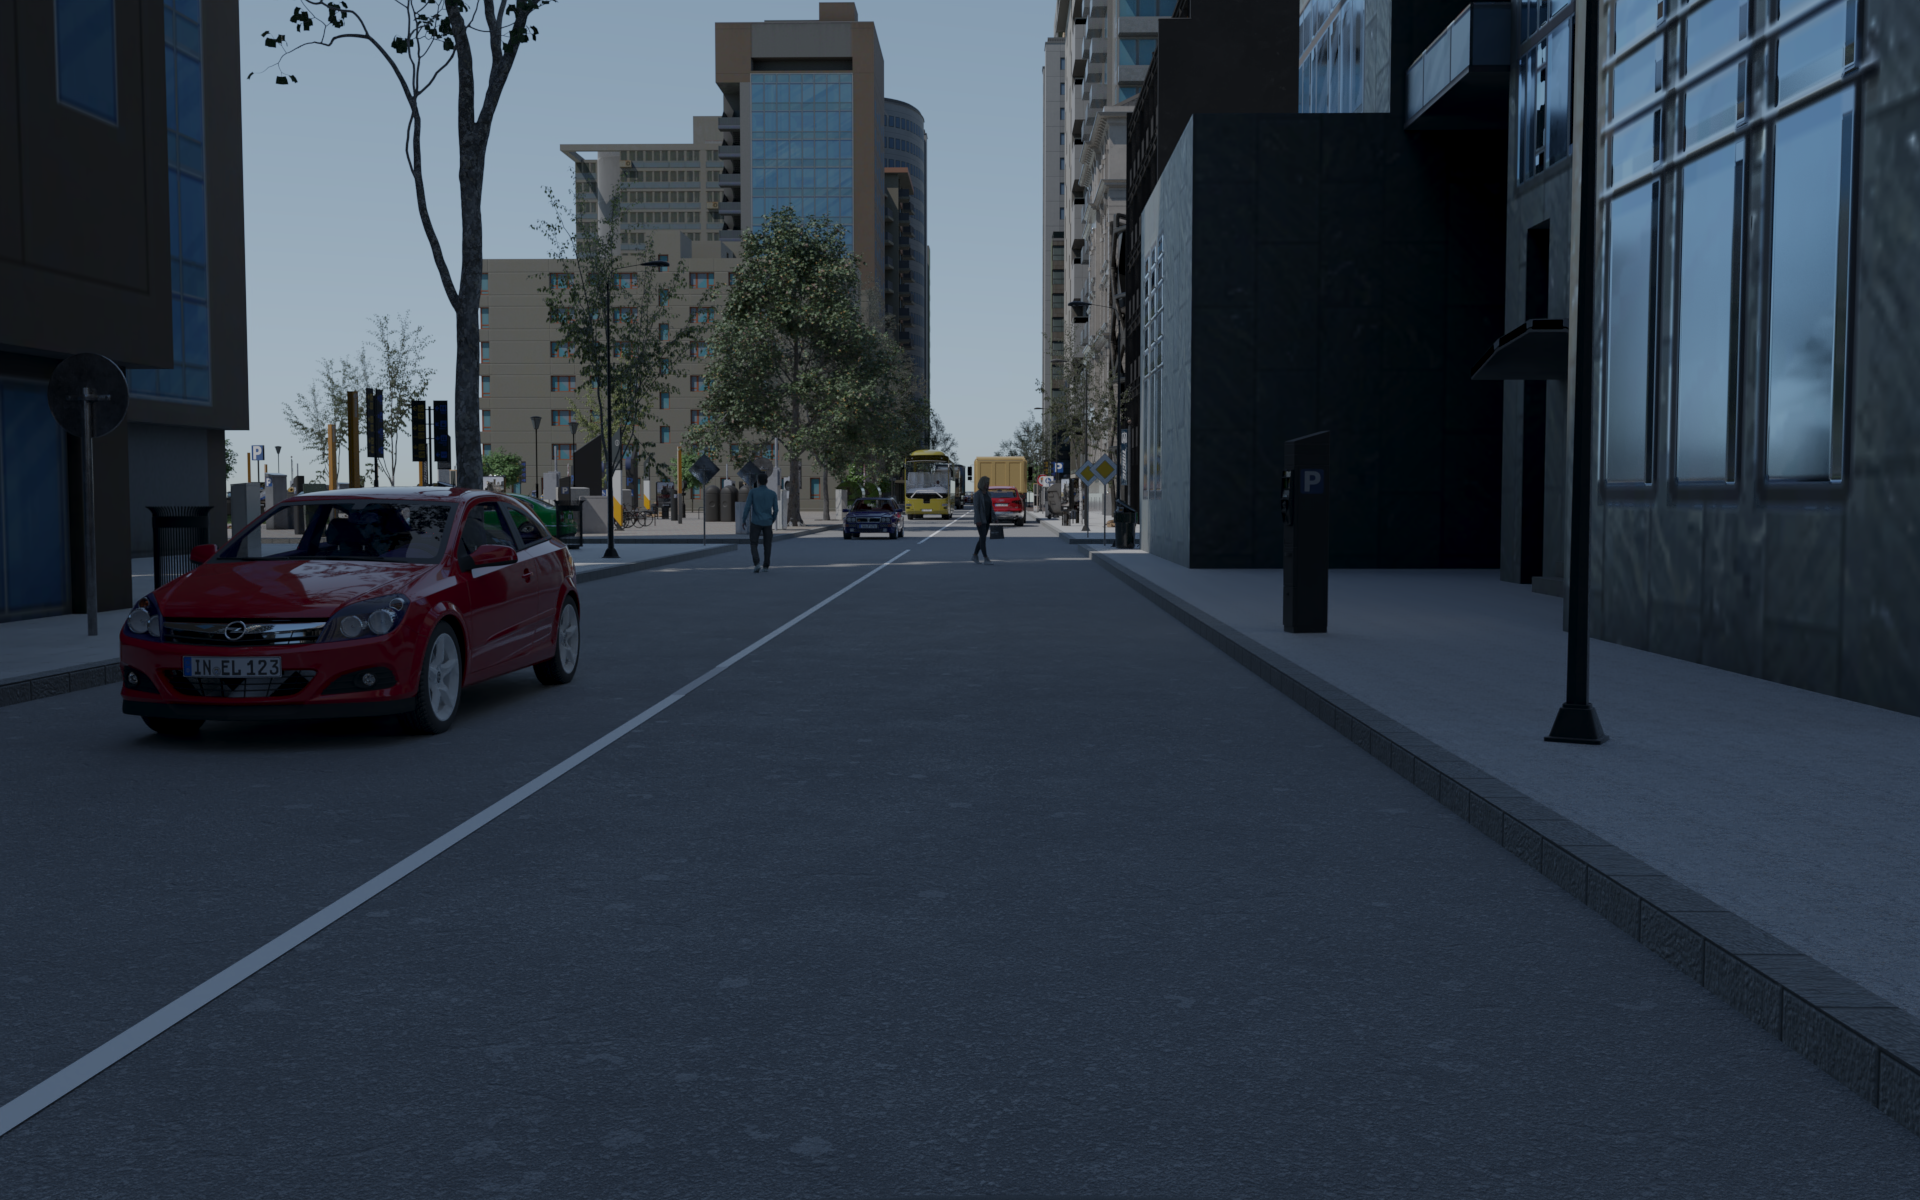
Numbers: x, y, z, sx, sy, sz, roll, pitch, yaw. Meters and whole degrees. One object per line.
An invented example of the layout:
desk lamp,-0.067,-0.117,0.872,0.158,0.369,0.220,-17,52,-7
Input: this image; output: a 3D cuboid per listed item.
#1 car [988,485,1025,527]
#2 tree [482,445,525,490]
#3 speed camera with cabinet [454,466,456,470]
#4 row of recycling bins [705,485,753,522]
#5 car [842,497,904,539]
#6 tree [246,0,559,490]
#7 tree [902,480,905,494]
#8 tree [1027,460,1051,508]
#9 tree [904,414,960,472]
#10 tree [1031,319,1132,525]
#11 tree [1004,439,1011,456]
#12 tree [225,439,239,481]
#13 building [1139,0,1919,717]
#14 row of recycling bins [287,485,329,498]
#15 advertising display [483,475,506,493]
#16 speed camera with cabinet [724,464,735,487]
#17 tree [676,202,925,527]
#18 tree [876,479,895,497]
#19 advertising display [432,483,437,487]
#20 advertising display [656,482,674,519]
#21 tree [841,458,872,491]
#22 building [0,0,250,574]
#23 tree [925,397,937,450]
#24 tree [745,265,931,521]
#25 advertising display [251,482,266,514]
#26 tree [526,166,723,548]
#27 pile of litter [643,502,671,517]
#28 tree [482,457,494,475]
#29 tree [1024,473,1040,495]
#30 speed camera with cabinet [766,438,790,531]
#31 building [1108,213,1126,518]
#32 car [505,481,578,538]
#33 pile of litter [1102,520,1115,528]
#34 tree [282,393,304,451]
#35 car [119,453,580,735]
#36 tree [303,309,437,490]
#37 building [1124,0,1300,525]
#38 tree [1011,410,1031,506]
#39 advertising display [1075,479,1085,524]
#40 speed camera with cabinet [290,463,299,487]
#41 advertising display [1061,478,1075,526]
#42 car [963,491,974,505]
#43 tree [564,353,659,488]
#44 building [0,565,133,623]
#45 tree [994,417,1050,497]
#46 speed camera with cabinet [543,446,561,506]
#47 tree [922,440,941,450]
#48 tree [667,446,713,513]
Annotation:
car,1.784,-4.221,77.683,2.281,1.827,5.304,0,4,0
tree,-31.019,-8.145,116.886,4.285,4.588,4.351,0,3,0
speed camera with cabinet,-35.690,-7.813,122.071,0.660,3.252,2.038,-1,4,-9
row of recycling bins,-10.148,-4.442,79.741,3.534,1.692,1.069,1,4,16
car,-2.776,-2.654,55.965,1.945,1.354,3.894,0,4,3
tree,-6.444,-10.434,26.481,12.611,20.169,13.585,0,3,0
tree,-5.120,-10.741,170.223,1.663,3.219,1.824,0,3,0
tree,7.019,-10.918,162.222,4.285,4.588,4.351,0,3,0
tree,-3.321,-16.356,201.824,7.601,10.594,8.767,0,4,5
tree,5.102,-7.458,72.299,4.360,8.622,3.978,0,3,0
tree,6.856,-14.276,183.769,4.360,8.622,3.978,0,3,0
tree,-35.208,-5.904,80.244,4.285,4.588,4.351,0,3,0
building,14.986,-43.376,21.865,22.319,86.520,31.000,0,4,1
row of recycling bins,-28.738,-4.266,76.856,3.534,1.692,1.069,3,5,42
advertising display,-16.084,-3.324,59.554,0.974,1.923,0.123,1,4,10
speed camera with cabinet,-15.280,-7.254,112.946,0.660,3.252,2.038,1,4,16
tree,-6.466,-9.254,68.318,9.611,12.733,9.660,0,3,0
tree,-5.883,-8.360,131.294,1.663,3.219,1.824,0,3,0
advertising display,-29.781,-5.749,99.209,0.123,1.923,0.974,2,4,35
advertising display,-15.150,-5.125,89.005,0.974,1.923,0.123,-2,4,-32
tree,-5.803,-6.104,94.399,1.663,3.219,1.824,0,3,0
building,-23.157,-23.286,30.841,14.200,45.320,14.600,0,4,1
tree,-6.038,-12.378,119.381,9.611,12.733,9.660,0,3,0
tree,-6.614,-10.593,83.560,12.009,13.543,11.850,0,3,0
advertising display,-36.927,-5.270,91.373,0.974,1.923,0.123,-2,4,-28
tree,-7.824,-5.450,39.467,4.360,8.622,3.978,0,3,0
pile of litter,-16.896,-5.038,96.332,1.719,0.858,1.176,0,4,-6
tree,-21.429,-5.067,77.454,1.663,3.219,1.824,0,3,0
tree,6.758,-10.002,158.135,1.663,3.219,1.824,0,3,0
speed camera with cabinet,-6.605,-4.118,61.661,0.660,3.252,2.038,0,4,3
building,16.380,-13.801,93.103,16.820,18.784,16.811,0,4,1
car,-12.895,-2.361,47.391,4.718,1.807,1.959,0,4,1
pile of litter,6.145,-3.247,67.053,1.719,0.858,1.176,-2,4,-35
tree,-32.874,-8.574,90.548,4.360,8.622,3.978,0,3,0
car,-3.902,-0.162,11.690,2.155,1.783,4.494,0,4,3
tree,-22.729,-7.230,68.580,4.360,8.622,3.978,0,3,0
building,13.546,-14.768,71.142,12.332,23.373,15.834,0,4,1
tree,6.727,-11.841,143.965,4.360,8.622,3.978,0,3,0
advertising display,5.179,-4.293,75.402,0.123,1.923,0.974,3,5,40
speed camera with cabinet,-43.321,-7.158,111.368,2.038,3.252,0.660,0,4,3
advertising display,4.265,-3.933,69.512,0.123,1.923,0.974,-1,4,-17
car,1.369,-13.620,231.361,2.281,1.827,5.304,0,4,0
tree,-17.165,-8.304,86.125,4.737,8.622,4.395,0,3,0
building,-16.005,-22.108,11.570,14.600,45.320,14.200,0,4,1
tree,7.847,-16.794,208.992,8.767,10.594,7.601,0,4,-6
speed camera with cabinet,-16.848,-4.763,72.218,0.660,3.252,2.038,0,4,1
tree,-3.877,-16.191,215.089,4.360,8.622,3.978,0,3,0
tree,-18.479,-8.270,118.931,4.285,4.588,4.351,0,3,0
